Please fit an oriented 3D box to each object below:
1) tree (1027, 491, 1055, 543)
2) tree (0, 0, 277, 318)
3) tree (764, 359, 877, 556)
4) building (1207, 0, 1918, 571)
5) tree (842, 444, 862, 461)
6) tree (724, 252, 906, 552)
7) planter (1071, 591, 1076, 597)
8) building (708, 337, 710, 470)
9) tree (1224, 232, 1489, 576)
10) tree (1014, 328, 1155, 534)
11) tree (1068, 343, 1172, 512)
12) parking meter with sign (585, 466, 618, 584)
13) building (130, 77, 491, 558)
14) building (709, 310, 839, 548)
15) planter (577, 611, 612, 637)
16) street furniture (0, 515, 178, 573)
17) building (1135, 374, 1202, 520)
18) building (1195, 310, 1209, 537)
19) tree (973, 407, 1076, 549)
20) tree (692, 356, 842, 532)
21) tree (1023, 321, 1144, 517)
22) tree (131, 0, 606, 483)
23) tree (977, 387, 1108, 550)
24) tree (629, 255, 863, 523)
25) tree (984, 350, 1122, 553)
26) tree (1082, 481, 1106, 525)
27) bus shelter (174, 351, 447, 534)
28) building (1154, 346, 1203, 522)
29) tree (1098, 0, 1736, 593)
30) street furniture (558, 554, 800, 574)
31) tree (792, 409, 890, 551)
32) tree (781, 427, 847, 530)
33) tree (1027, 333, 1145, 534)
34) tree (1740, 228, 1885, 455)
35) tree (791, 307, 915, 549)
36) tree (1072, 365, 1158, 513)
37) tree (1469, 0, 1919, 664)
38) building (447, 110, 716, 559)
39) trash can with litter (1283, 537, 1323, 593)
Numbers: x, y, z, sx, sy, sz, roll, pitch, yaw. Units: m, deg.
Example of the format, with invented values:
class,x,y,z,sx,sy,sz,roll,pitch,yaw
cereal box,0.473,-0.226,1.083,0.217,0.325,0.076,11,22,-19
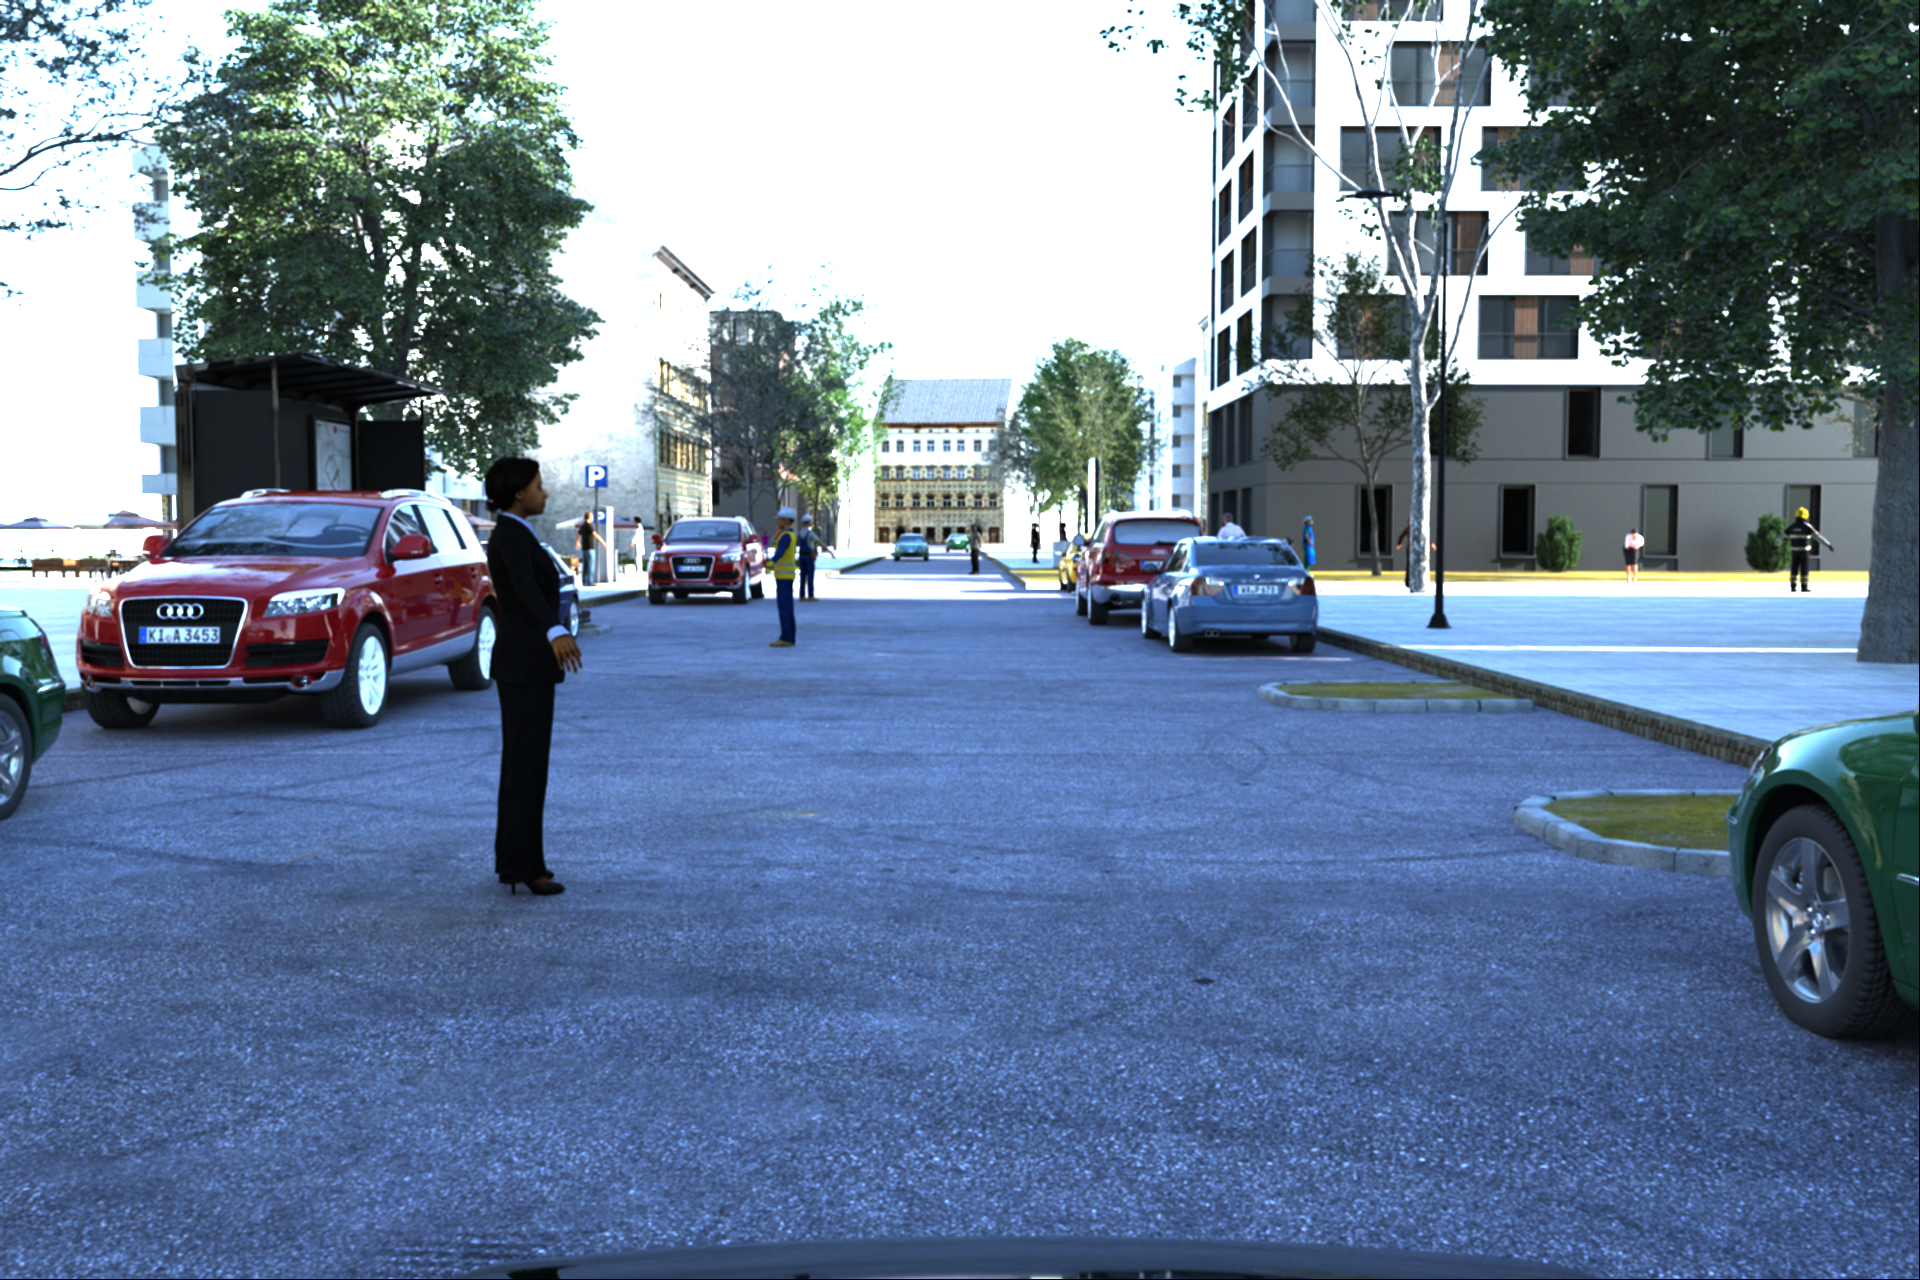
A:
class,x,y,z,sx,sy,sz,roll,pitch,yaw
tree,11.766,-17.493,236.376,4.360,8.622,3.978,0,3,0
tree,-12.270,-6.480,16.313,12.009,13.543,11.850,0,3,0
tree,-8.483,-10.821,102.683,9.928,11.665,9.643,0,3,0
building,24.392,-14.138,75.134,27.936,21.610,32.646,0,3,0
tree,-19.647,-23.650,242.571,12.611,20.169,13.585,0,3,0
tree,-10.116,-16.092,118.989,12.611,20.169,13.585,0,3,0
planter,3.591,-1.168,40.243,1.991,0.319,1.994,0,4,-1
building,-28.429,-17.874,123.171,19.493,23.208,18.063,0,3,0
tree,12.664,-7.268,53.243,8.767,10.594,7.601,-2,4,-29
tree,6.312,-9.930,88.115,9.928,11.665,9.643,0,3,0
tree,5.889,-7.172,67.627,4.360,8.622,3.978,0,3,0
parking meter with sign,-9.272,-2.984,45.046,0.543,3.016,1.738,0,4,-1
building,-28.229,-13.256,73.149,16.016,20.090,11.380,0,4,-1
building,-27.199,-20.221,174.594,27.936,21.610,32.646,0,4,0
planter,-6.101,-0.232,24.933,1.991,0.319,1.994,0,4,0
street furniture,-33.328,-3.389,60.434,27.439,1.986,14.083,-1,4,-9
building,25.783,-21.204,203.105,16.016,20.090,11.380,0,4,0
building,26.538,-17.383,115.149,19.493,23.208,18.063,0,4,0
tree,6.285,-14.762,151.723,12.009,13.543,11.850,0,3,0
tree,-9.558,-9.574,90.954,7.601,10.594,8.767,3,4,36
tree,4.868,-6.659,59.242,4.360,8.622,3.978,0,3,0
tree,-11.890,-7.907,35.931,9.857,13.997,8.962,0,3,0
tree,6.239,-13.873,137.187,12.009,13.543,11.850,0,3,0
tree,-9.098,-10.106,75.603,12.009,13.543,11.850,0,3,0
tree,6.668,-12.585,116.132,12.009,13.543,11.850,0,3,0
tree,20.295,-19.856,242.773,7.486,12.596,7.792,0,3,0
bus shelter,-9.294,-2.089,25.440,1.731,3.624,6.357,0,4,0
building,24.878,-19.489,175.063,16.016,20.090,11.380,0,4,0
tree,9.268,-10.991,35.594,12.611,20.169,13.585,0,3,0
street furniture,-10.215,-2.590,57.971,10.072,0.657,5.734,0,4,0
tree,-9.478,-12.689,133.227,9.928,11.665,9.643,0,3,0
tree,-9.256,-9.706,109.056,4.737,8.622,4.395,0,3,0
tree,7.164,-11.035,98.554,7.486,12.596,7.792,0,3,0
tree,27.371,-8.427,48.144,12.009,13.543,11.850,0,3,0
tree,-10.783,-17.790,146.762,12.611,20.169,13.585,0,3,0
tree,6.606,-7.656,75.533,4.360,8.622,3.978,0,3,0
tree,9.383,-6.757,17.126,9.857,13.997,8.962,0,3,0
building,-24.993,-16.403,99.121,19.493,23.208,18.063,0,4,1
trash can with litter,7.073,-1.625,37.634,1.678,1.210,2.233,0,4,-1
